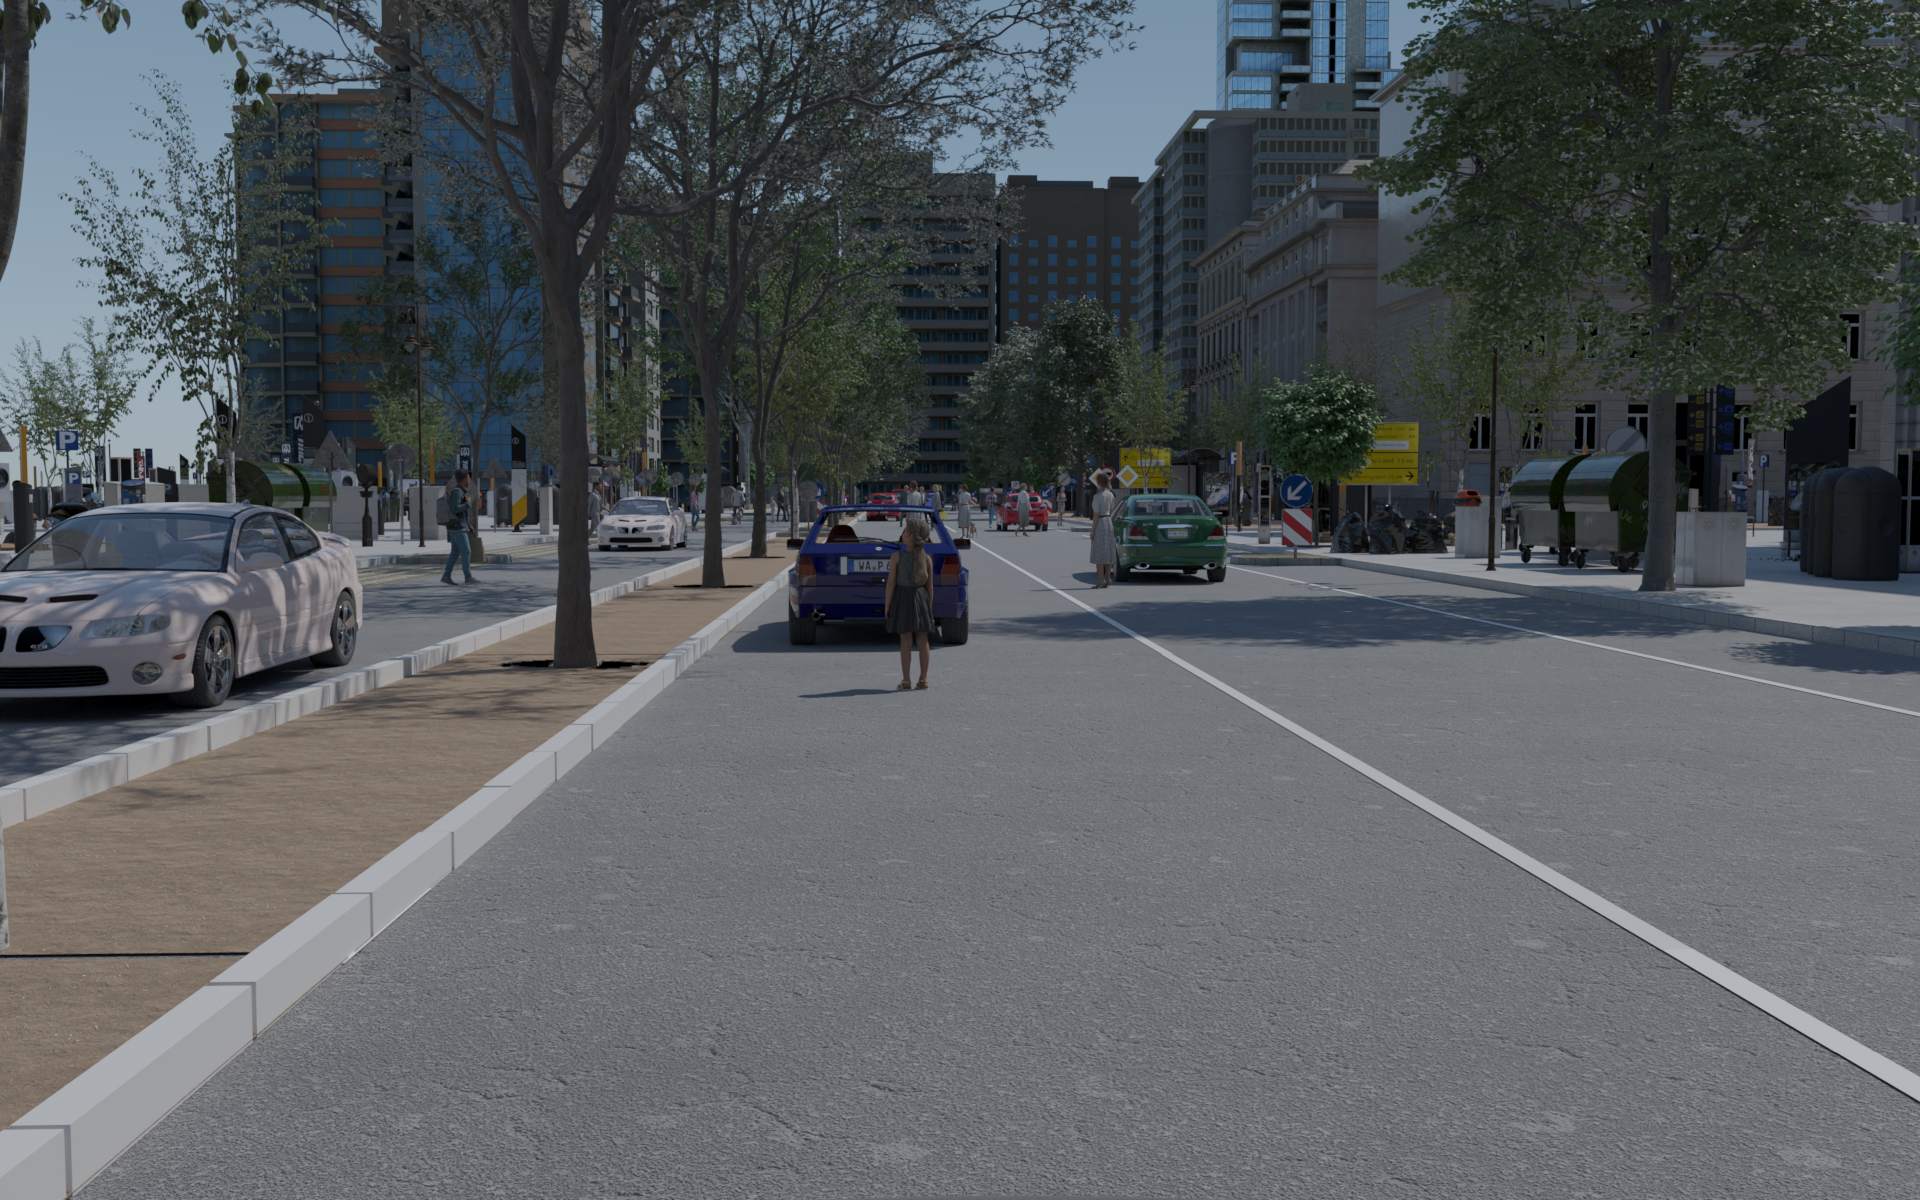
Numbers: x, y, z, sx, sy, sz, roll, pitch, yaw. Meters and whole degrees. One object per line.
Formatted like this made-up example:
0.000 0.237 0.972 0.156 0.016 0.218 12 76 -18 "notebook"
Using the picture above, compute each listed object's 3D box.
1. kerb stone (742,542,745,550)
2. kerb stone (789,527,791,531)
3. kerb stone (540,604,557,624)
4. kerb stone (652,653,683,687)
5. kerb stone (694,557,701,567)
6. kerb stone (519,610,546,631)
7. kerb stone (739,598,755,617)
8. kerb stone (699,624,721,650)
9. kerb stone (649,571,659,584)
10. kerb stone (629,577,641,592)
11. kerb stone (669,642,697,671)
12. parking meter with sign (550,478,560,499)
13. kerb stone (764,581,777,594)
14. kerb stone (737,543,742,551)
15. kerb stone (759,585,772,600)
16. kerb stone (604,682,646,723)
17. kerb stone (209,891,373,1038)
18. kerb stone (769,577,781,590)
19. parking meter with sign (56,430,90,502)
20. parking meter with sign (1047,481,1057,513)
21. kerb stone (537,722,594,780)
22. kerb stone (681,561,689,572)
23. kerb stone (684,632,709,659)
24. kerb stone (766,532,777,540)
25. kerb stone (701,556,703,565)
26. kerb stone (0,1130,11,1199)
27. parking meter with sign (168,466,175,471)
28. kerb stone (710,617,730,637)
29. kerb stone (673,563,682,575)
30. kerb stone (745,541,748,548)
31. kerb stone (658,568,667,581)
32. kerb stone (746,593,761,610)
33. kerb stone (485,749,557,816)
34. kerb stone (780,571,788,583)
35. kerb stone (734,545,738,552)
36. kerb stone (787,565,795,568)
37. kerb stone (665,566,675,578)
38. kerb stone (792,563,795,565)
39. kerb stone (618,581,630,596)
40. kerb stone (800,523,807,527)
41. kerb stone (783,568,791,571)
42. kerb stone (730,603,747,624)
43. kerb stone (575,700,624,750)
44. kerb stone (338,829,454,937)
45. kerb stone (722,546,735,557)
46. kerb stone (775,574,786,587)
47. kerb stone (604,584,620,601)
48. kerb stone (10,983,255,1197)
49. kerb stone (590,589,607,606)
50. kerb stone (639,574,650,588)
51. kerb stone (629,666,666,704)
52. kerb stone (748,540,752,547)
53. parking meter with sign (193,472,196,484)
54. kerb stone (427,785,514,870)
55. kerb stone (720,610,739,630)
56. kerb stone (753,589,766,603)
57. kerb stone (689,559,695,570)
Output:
-5.606 -1.326 43.888 0.120 0.150 1.000 0 4 -2 "kerb stone"
-6.629 -2.865 69.031 0.120 0.150 1.000 0 4 -2 "kerb stone"
-4.608 0.176 19.320 0.120 0.150 1.000 0 4 -2 "kerb stone"
-2.259 0.549 13.234 0.120 0.150 1.000 0 4 -2 "kerb stone"
-5.194 -0.698 33.644 0.120 0.150 1.000 0 4 -2 "kerb stone"
-4.565 0.238 18.299 0.120 0.150 1.000 0 4 -2 "kerb stone"
-2.551 0.109 20.407 0.120 0.150 1.000 0 4 -2 "kerb stone"
-2.382 0.361 16.298 0.120 0.150 1.000 0 4 -2 "kerb stone"
-4.946 -0.324 27.501 0.120 0.150 1.000 0 4 -2 "kerb stone"
-4.864 -0.194 25.455 0.120 0.150 1.000 0 4 -2 "kerb stone"
-2.305 0.488 14.255 0.120 0.150 1.000 0 4 -2 "kerb stone"
-19.584 -5.382 84.263 1.738 3.016 0.543 -2 4 -30 "parking meter with sign"
-2.723 -0.140 24.507 0.120 0.150 1.000 0 4 -2 "kerb stone"
-5.571 -1.261 42.867 0.120 0.150 1.000 0 4 -2 "kerb stone"
-2.676 -0.074 23.486 0.120 0.150 1.000 0 4 -2 "kerb stone"
-2.175 0.673 11.192 0.120 0.150 1.000 0 4 -2 "kerb stone"
-1.933 1.048 5.057 0.120 0.150 1.000 0 4 -2 "kerb stone"
-2.764 -0.204 25.528 0.120 0.150 1.000 0 4 -2 "kerb stone"
-23.996 -3.090 46.779 0.543 3.016 1.738 -2 4 -32 "parking meter with sign"
6.147 -7.406 117.343 0.543 3.016 1.738 -1 4 -13 "parking meter with sign"
-2.094 0.801 9.148 0.120 0.150 1.000 0 4 -2 "kerb stone"
-5.108 -0.575 31.591 0.120 0.150 1.000 0 4 -2 "kerb stone"
-2.345 0.423 15.277 0.120 0.150 1.000 0 4 -2 "kerb stone"
-6.107 -2.076 56.162 0.120 0.150 1.000 0 4 -2 "kerb stone"
-5.241 -0.760 34.665 0.120 0.150 1.000 0 4 -2 "kerb stone"
-1.850 1.174 3.002 0.120 0.150 1.000 0 4 -2 "kerb stone"
-50.307 -6.887 108.864 1.738 3.016 0.543 0 4 6 "parking meter with sign"
-2.433 0.305 17.328 0.120 0.150 1.000 0 4 -2 "kerb stone"
-5.066 -0.512 30.565 0.120 0.150 1.000 0 4 -2 "kerb stone"
-5.655 -1.389 44.909 0.120 0.150 1.000 0 4 -2 "kerb stone"
-4.992 -0.387 28.522 0.120 0.150 1.000 0 4 -2 "kerb stone"
-2.596 0.049 21.436 0.120 0.150 1.000 0 4 -2 "kerb stone"
-2.057 0.861 8.120 0.120 0.150 1.000 0 4 -2 "kerb stone"
-2.835 -0.326 27.572 0.120 0.150 1.000 0 4 -2 "kerb stone"
-5.525 -1.201 41.834 0.120 0.150 1.000 0 4 -2 "kerb stone"
-2.933 -0.453 29.621 0.120 0.150 1.000 0 4 -2 "kerb stone"
-5.022 -0.449 29.544 0.120 0.150 1.000 0 4 -2 "kerb stone"
-2.977 -0.513 30.642 0.120 0.150 1.000 0 4 -2 "kerb stone"
-4.824 -0.134 24.430 0.120 0.150 1.000 0 4 -2 "kerb stone"
-6.965 -3.366 77.235 0.120 0.150 1.000 0 4 -2 "kerb stone"
-2.887 -0.389 28.593 0.120 0.150 1.000 0 4 -2 "kerb stone"
-2.509 0.174 19.381 0.120 0.150 1.000 0 4 -2 "kerb stone"
-2.128 0.736 10.169 0.120 0.150 1.000 0 4 -2 "kerb stone"
-1.972 0.986 6.078 0.120 0.150 1.000 0 4 -2 "kerb stone"
-5.478 -1.139 40.814 0.120 0.150 1.000 0 4 -2 "kerb stone"
-2.797 -0.265 26.549 0.120 0.150 1.000 0 4 -2 "kerb stone"
-4.772 -0.074 23.406 0.120 0.150 1.000 0 4 -2 "kerb stone"
-1.889 1.111 4.023 0.120 0.150 1.000 0 4 -2 "kerb stone"
-4.735 -0.012 22.385 0.120 0.150 1.000 0 4 -2 "kerb stone"
-4.906 -0.262 26.480 0.120 0.150 1.000 0 4 -2 "kerb stone"
-2.219 0.611 12.213 0.120 0.150 1.000 0 4 -2 "kerb stone"
-5.690 -1.452 45.931 0.120 0.150 1.000 0 4 -2 "kerb stone"
-60.433 -8.712 138.701 1.738 3.016 0.543 0 4 -2 "parking meter with sign"
-2.008 0.927 7.100 0.120 0.150 1.000 0 4 -2 "kerb stone"
-2.471 0.238 18.357 0.120 0.150 1.000 0 4 -2 "kerb stone"
-2.641 -0.011 22.457 0.120 0.150 1.000 0 4 -2 "kerb stone"
-5.154 -0.637 32.612 0.120 0.150 1.000 0 4 -2 "kerb stone"
